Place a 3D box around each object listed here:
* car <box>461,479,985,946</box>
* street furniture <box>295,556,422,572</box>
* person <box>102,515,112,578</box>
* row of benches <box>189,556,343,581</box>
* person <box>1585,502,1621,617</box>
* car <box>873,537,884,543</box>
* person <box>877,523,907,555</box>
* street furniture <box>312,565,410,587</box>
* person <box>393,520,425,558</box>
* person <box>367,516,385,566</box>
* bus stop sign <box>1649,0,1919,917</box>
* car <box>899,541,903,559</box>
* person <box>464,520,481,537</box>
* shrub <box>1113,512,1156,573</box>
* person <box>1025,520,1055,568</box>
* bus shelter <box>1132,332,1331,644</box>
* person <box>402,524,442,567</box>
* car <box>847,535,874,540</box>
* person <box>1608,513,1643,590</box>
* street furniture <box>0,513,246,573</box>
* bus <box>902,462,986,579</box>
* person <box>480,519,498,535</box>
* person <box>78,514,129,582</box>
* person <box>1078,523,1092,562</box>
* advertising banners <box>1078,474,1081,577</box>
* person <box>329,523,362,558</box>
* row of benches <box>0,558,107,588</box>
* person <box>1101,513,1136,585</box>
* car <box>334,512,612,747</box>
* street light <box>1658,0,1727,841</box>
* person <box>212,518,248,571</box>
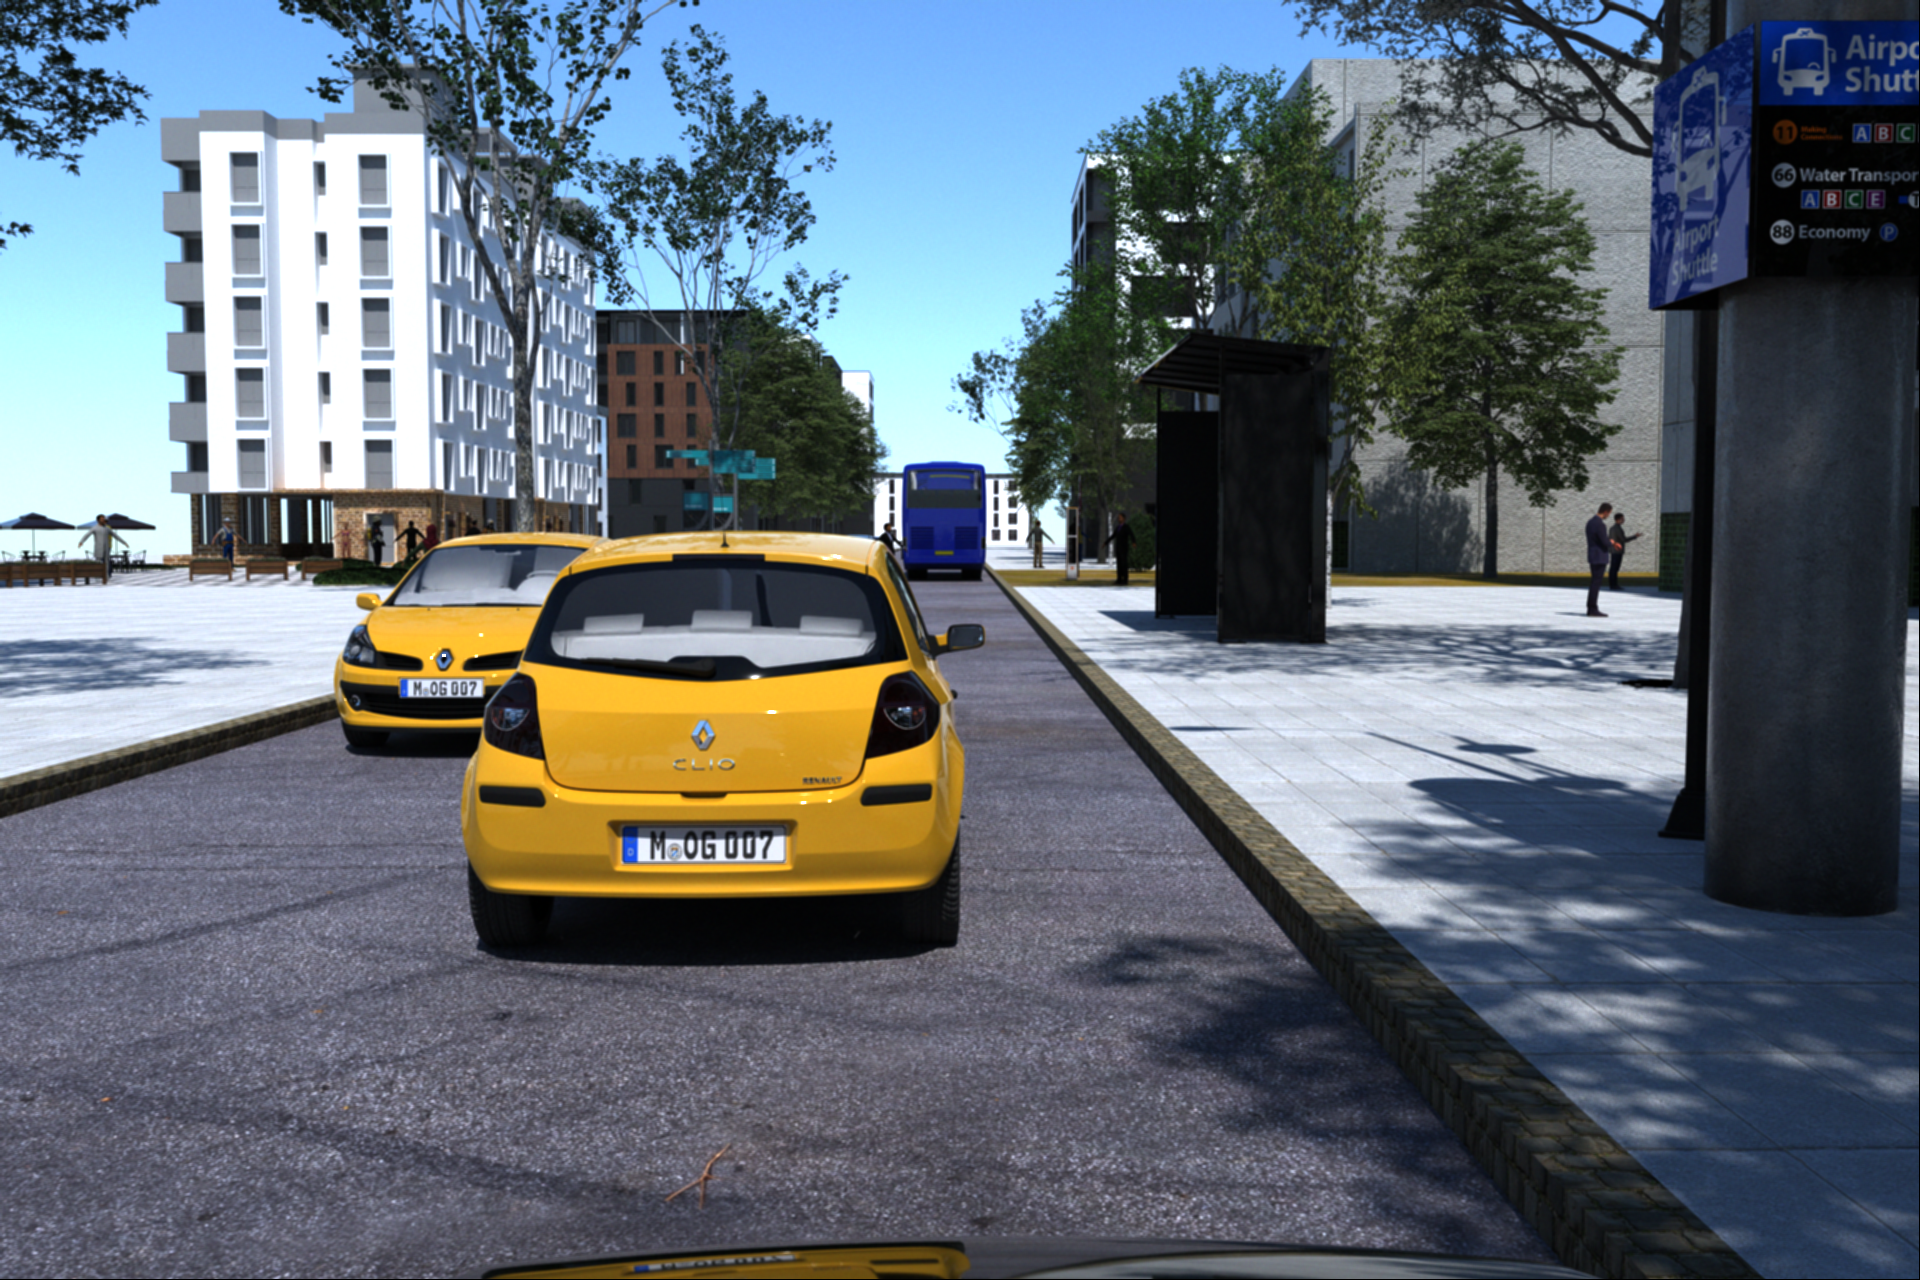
[{"bbox_3d":[-0.874,0.168,7.470,2.015,1.641,3.980,0,4,-2],"label":"car"},{"bbox_3d":[-17.427,-2.703,59.819,10.072,0.657,5.734,1,4,18],"label":"street furniture"},{"bbox_3d":[-25.025,-2.733,50.651,0.705,1.833,1.349,-1,4,-13],"label":"person"},{"bbox_3d":[-19.294,-1.989,47.977,4.104,0.672,1.422,-2,4,-24],"label":"row of benches"},{"bbox_3d":[10.010,-1.250,26.935,0.568,1.767,0.683,0,4,-4],"label":"person"},{"bbox_3d":[-3.641,-3.496,69.741,1.945,1.354,3.894,0,3,0],"label":"car"},{"bbox_3d":[-1.948,-2.392,48.285,1.216,1.740,0.721,-3,5,-44],"label":"person"},{"bbox_3d":[-10.930,-1.750,44.241,10.072,0.657,5.734,1,4,12],"label":"street furniture"},{"bbox_3d":[-21.306,-3.734,67.237,1.347,1.806,0.705,-3,4,-36],"label":"person"},{"bbox_3d":[-18.269,-2.974,54.401,0.705,1.856,1.354,-2,4,-26],"label":"person"},{"bbox_3d":[2.956,-1.038,5.989,0.837,3.901,0.837,0,4,0],"label":"bus stop sign"},{"bbox_3d":[-2.474,-5.471,99.241,2.009,1.686,4.222,0,3,0],"label":"car"},{"bbox_3d":[-19.045,-3.799,68.052,1.347,1.837,0.705,1,4,23],"label":"person"},{"bbox_3d":[5.909,-3.260,57.345,1.661,2.075,1.752,0,3,0],"label":"shrub"},{"bbox_3d":[2.964,-3.607,65.245,1.348,1.796,0.705,3,5,40],"label":"person"},{"bbox_3d":[3.505,-1.958,23.295,1.731,3.624,6.357,0,4,-1],"label":"bus shelter"},{"bbox_3d":[-8.214,-1.089,27.014,0.989,1.438,0.599,0,4,-3],"label":"person"},{"bbox_3d":[-3.260,-2.458,52.195,2.014,1.417,4.499,0,4,-1],"label":"car"},{"bbox_3d":[15.313,-2.038,39.899,0.750,1.759,0.617,1,4,16],"label":"person"},{"bbox_3d":[-34.500,-3.004,54.140,14.083,1.986,27.439,1,4,13],"label":"street furniture"},{"bbox_3d":[-0.510,-4.051,57.784,2.896,3.916,12.251,0,4,0],"label":"bus"},{"bbox_3d":[-17.900,-3.689,66.082,0.705,1.858,1.354,3,4,36],"label":"person"},{"bbox_3d":[-22.964,-2.458,46.381,0.705,1.806,1.347,3,4,37],"label":"person"},{"bbox_3d":[5.534,-4.526,80.457,1.216,1.772,0.721,2,4,27],"label":"person"},{"bbox_3d":[3.511,-3.388,51.579,0.090,3.025,2.074,0,4,1],"label":"advertising banners"},{"bbox_3d":[-23.982,-3.720,67.622,1.217,1.733,0.721,-1,4,-11],"label":"person"},{"bbox_3d":[-22.603,-1.647,42.385,1.422,0.672,4.104,1,4,19],"label":"row of benches"},{"bbox_3d":[4.056,-2.290,43.661,0.704,1.802,1.346,-2,4,-33],"label":"person"},{"bbox_3d":[-3.280,-0.163,12.881,2.015,1.641,3.980,0,4,0],"label":"car"},{"bbox_3d":[3.684,-2.119,7.192,1.470,5.913,1.316,0,4,0],"label":"street light"},{"bbox_3d":[-25.163,-3.285,59.569,0.705,1.847,1.347,2,4,33],"label":"person"}]
